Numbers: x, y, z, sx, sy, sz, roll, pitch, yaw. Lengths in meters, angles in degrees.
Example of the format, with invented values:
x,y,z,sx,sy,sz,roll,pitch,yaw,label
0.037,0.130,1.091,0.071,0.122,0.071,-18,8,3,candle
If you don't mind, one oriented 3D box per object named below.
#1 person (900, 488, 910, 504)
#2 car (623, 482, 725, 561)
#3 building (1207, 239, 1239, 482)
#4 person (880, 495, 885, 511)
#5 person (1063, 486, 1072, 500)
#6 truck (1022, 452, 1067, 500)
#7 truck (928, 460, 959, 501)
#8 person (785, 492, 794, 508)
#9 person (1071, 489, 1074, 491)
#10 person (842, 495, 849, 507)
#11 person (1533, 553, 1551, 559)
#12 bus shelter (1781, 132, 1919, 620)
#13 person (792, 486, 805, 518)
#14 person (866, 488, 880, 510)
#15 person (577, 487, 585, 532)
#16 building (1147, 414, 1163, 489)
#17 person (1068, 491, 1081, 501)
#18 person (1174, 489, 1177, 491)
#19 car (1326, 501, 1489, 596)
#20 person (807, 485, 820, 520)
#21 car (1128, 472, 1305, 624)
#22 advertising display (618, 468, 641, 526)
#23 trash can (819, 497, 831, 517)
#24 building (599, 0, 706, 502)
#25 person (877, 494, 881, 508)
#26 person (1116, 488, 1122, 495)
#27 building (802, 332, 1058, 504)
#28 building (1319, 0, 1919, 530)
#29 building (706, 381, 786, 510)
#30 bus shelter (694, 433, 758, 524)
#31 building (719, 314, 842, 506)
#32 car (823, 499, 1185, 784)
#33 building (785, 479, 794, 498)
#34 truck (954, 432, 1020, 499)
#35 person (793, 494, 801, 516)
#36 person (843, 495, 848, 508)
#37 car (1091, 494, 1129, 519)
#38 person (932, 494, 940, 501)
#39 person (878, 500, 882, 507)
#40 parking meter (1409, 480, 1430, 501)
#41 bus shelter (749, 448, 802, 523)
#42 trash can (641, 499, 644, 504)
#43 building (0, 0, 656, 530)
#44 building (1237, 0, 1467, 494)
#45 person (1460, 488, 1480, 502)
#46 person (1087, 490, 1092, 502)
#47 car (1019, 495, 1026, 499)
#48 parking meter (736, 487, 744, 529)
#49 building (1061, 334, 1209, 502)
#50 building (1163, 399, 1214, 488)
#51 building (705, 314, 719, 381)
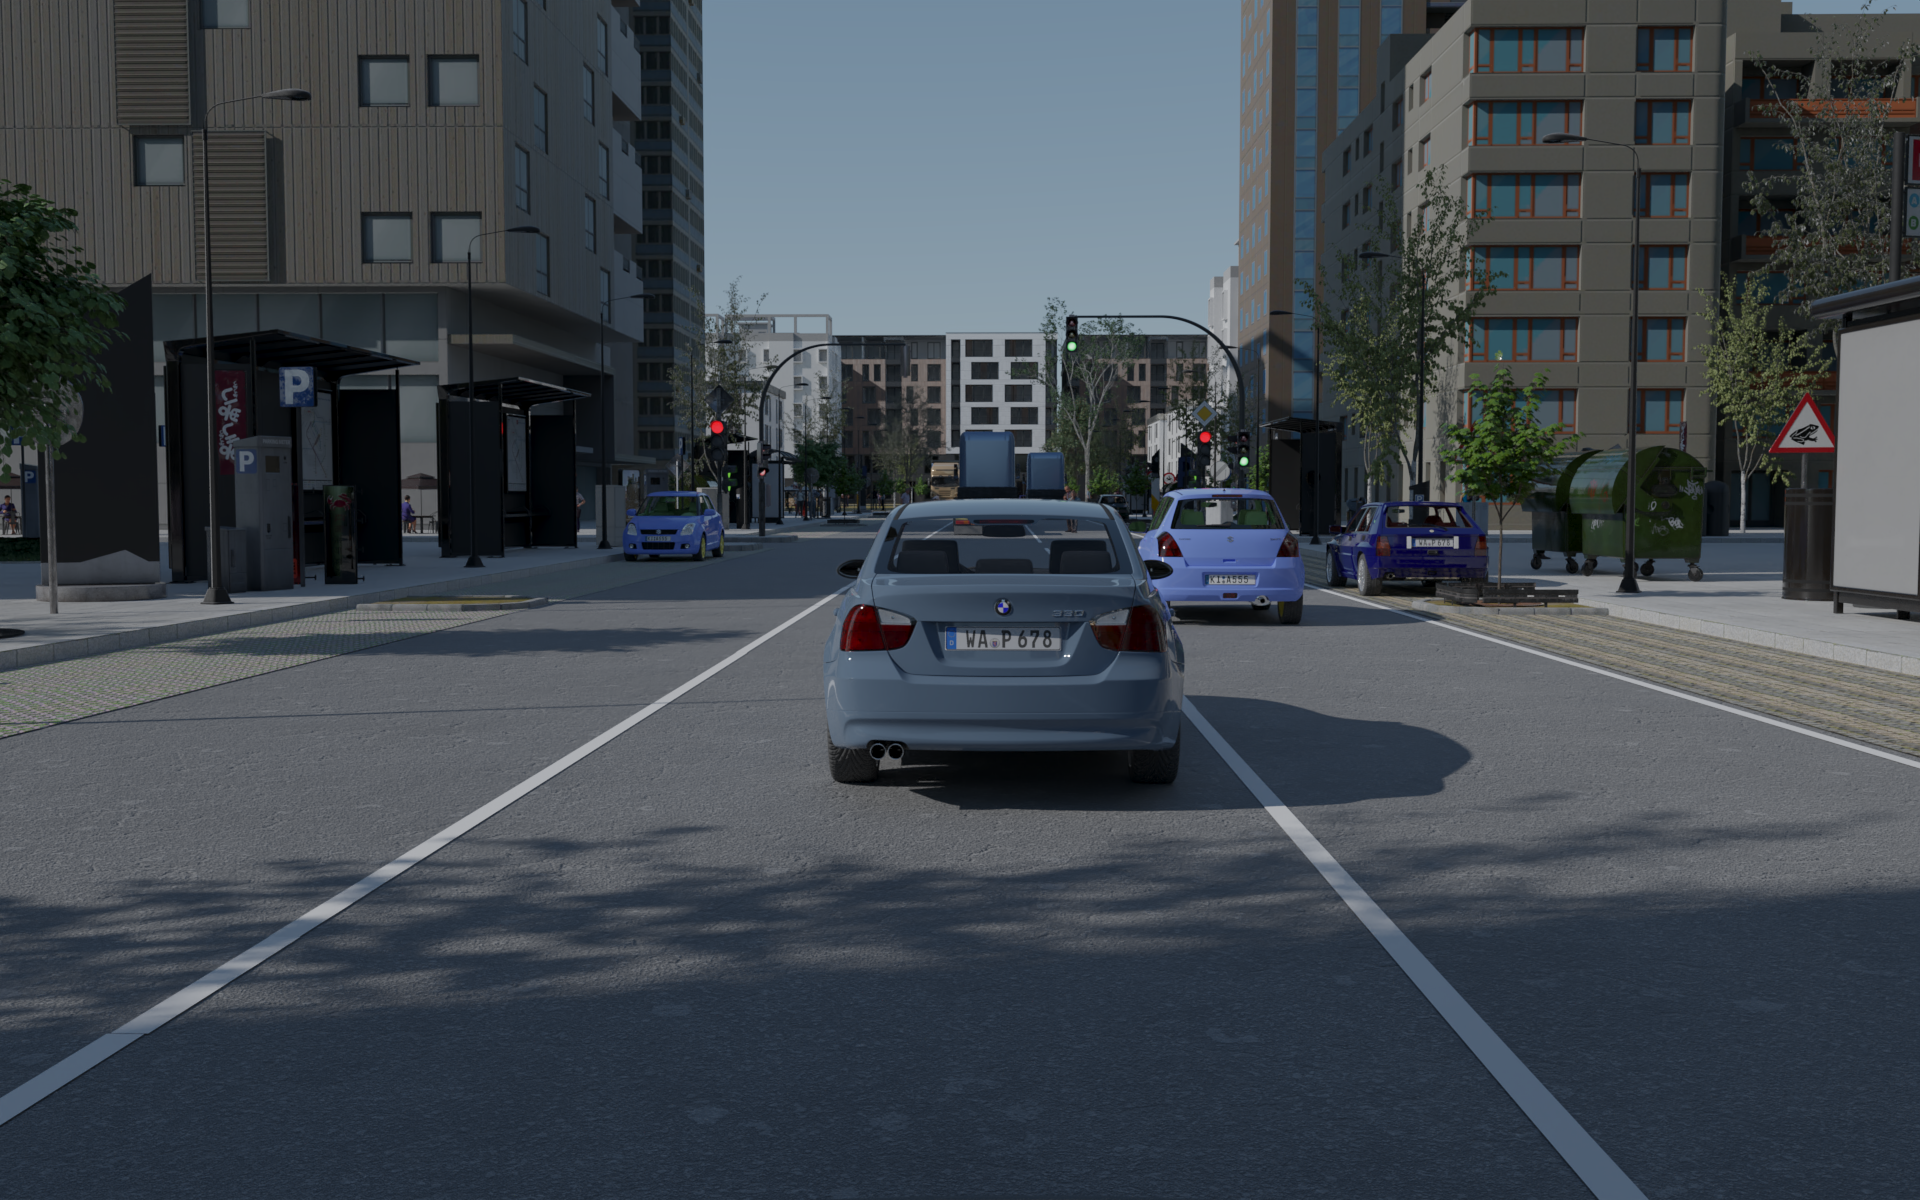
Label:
x,y,z,sx,sy,sz,roll,pitch,yaw,label
-2.448,-4.310,79.915,0.436,1.711,0.756,3,5,40,person
-6.224,-1.725,37.795,1.945,1.707,3.694,0,4,2,car
27.250,-16.899,132.712,16.016,20.091,11.380,0,4,1,building
-5.984,-7.809,133.713,0.705,1.826,1.348,0,4,7,person
4.091,-3.412,64.971,0.565,1.739,0.600,1,4,21,person
5.392,-7.102,105.881,2.967,4.110,18.799,0,4,1,truck
-1.028,-9.604,145.932,2.839,4.237,11.283,0,4,2,truck
-16.062,-9.471,160.527,1.348,1.869,0.705,-1,4,-15,person
8.817,-7.751,135.243,0.705,1.823,1.348,3,4,39,person
-11.102,-9.848,168.003,0.756,1.711,0.436,0,4,8,person
11.552,-1.695,34.303,0.434,1.755,0.990,1,4,13,person
10.150,-2.407,16.987,2.179,5.291,8.768,0,4,1,bus shelter
-8.708,-5.347,94.193,0.841,1.734,0.376,-1,4,-19,person
-6.875,-8.161,139.490,1.348,1.822,0.705,0,4,-2,person
-12.862,-3.044,58.024,0.614,1.554,0.590,-1,4,-9,person
25.231,-14.603,180.900,9.099,9.664,28.070,0,4,1,building
4.222,-3.245,63.770,0.499,1.552,0.429,3,5,43,person
10.824,-4.847,87.510,0.590,1.554,0.614,1,4,18,person
6.502,-0.789,25.485,1.945,1.354,3.894,0,4,2,car
-7.307,-4.824,85.630,0.376,1.734,0.841,-3,5,-42,person
2.968,-0.659,20.374,1.945,1.707,3.694,0,4,2,car
-8.340,-2.356,43.734,0.123,1.923,0.974,1,4,17,advertising display
-7.405,-5.106,95.135,0.748,1.137,0.748,0,3,0,trash can
-29.003,-25.379,106.820,32.217,40.220,23.993,0,4,1,building
-7.383,-9.452,161.035,0.683,1.767,0.568,0,4,7,person
11.911,-7.497,129.336,1.217,1.743,0.721,-3,5,-43,person
-3.666,-23.785,232.862,32.646,21.610,27.936,0,4,1,building
32.472,-14.004,74.000,28.899,21.520,27.650,0,4,1,building
-18.815,-12.243,142.319,9.099,9.664,28.070,0,4,1,building
-9.441,-4.822,70.120,1.731,3.624,6.357,0,4,1,bus shelter
-18.915,-20.306,188.419,11.380,20.091,16.016,0,4,1,building
0.252,0.130,9.875,2.014,1.417,4.499,0,4,2,car
-36.306,-23.822,233.461,32.646,21.610,27.936,0,4,1,building
1.089,-4.843,68.938,2.967,4.110,18.799,0,4,1,truck
-9.629,-5.660,102.497,0.435,1.345,0.340,-1,4,-12,person
-10.646,-9.371,160.723,0.415,1.643,0.593,3,5,45,person
7.952,-4.991,91.387,2.009,1.686,4.222,0,4,1,car
-1.803,-7.381,132.375,0.628,1.438,0.799,0,4,-1,person
-8.278,-10.521,178.581,1.217,1.766,0.721,-2,4,-30,person
8.429,-1.432,31.828,0.372,1.533,0.369,0,3,0,parking meter
-8.496,-5.201,78.953,2.014,3.302,5.546,0,4,1,bus shelter
-10.188,-2.763,56.821,0.748,1.137,0.748,0,3,0,trash can
-29.011,-29.572,72.749,28.713,52.752,27.495,0,4,1,building
26.468,-28.438,115.073,14.600,45.320,14.200,0,4,1,building
16.902,-3.038,57.578,0.647,1.594,0.662,-1,4,-13,person
11.595,-9.160,155.796,0.705,1.826,1.348,1,4,16,person
5.840,-8.568,152.669,1.945,1.354,3.894,0,4,0,car
-8.082,-3.402,64.034,0.372,1.533,0.369,0,3,0,parking meter
30.232,-23.732,231.995,32.646,21.610,27.936,0,4,1,building
24.064,-12.890,152.901,9.099,9.664,28.070,0,4,1,building
-30.306,-20.279,187.989,11.380,20.091,16.016,0,4,1,building
